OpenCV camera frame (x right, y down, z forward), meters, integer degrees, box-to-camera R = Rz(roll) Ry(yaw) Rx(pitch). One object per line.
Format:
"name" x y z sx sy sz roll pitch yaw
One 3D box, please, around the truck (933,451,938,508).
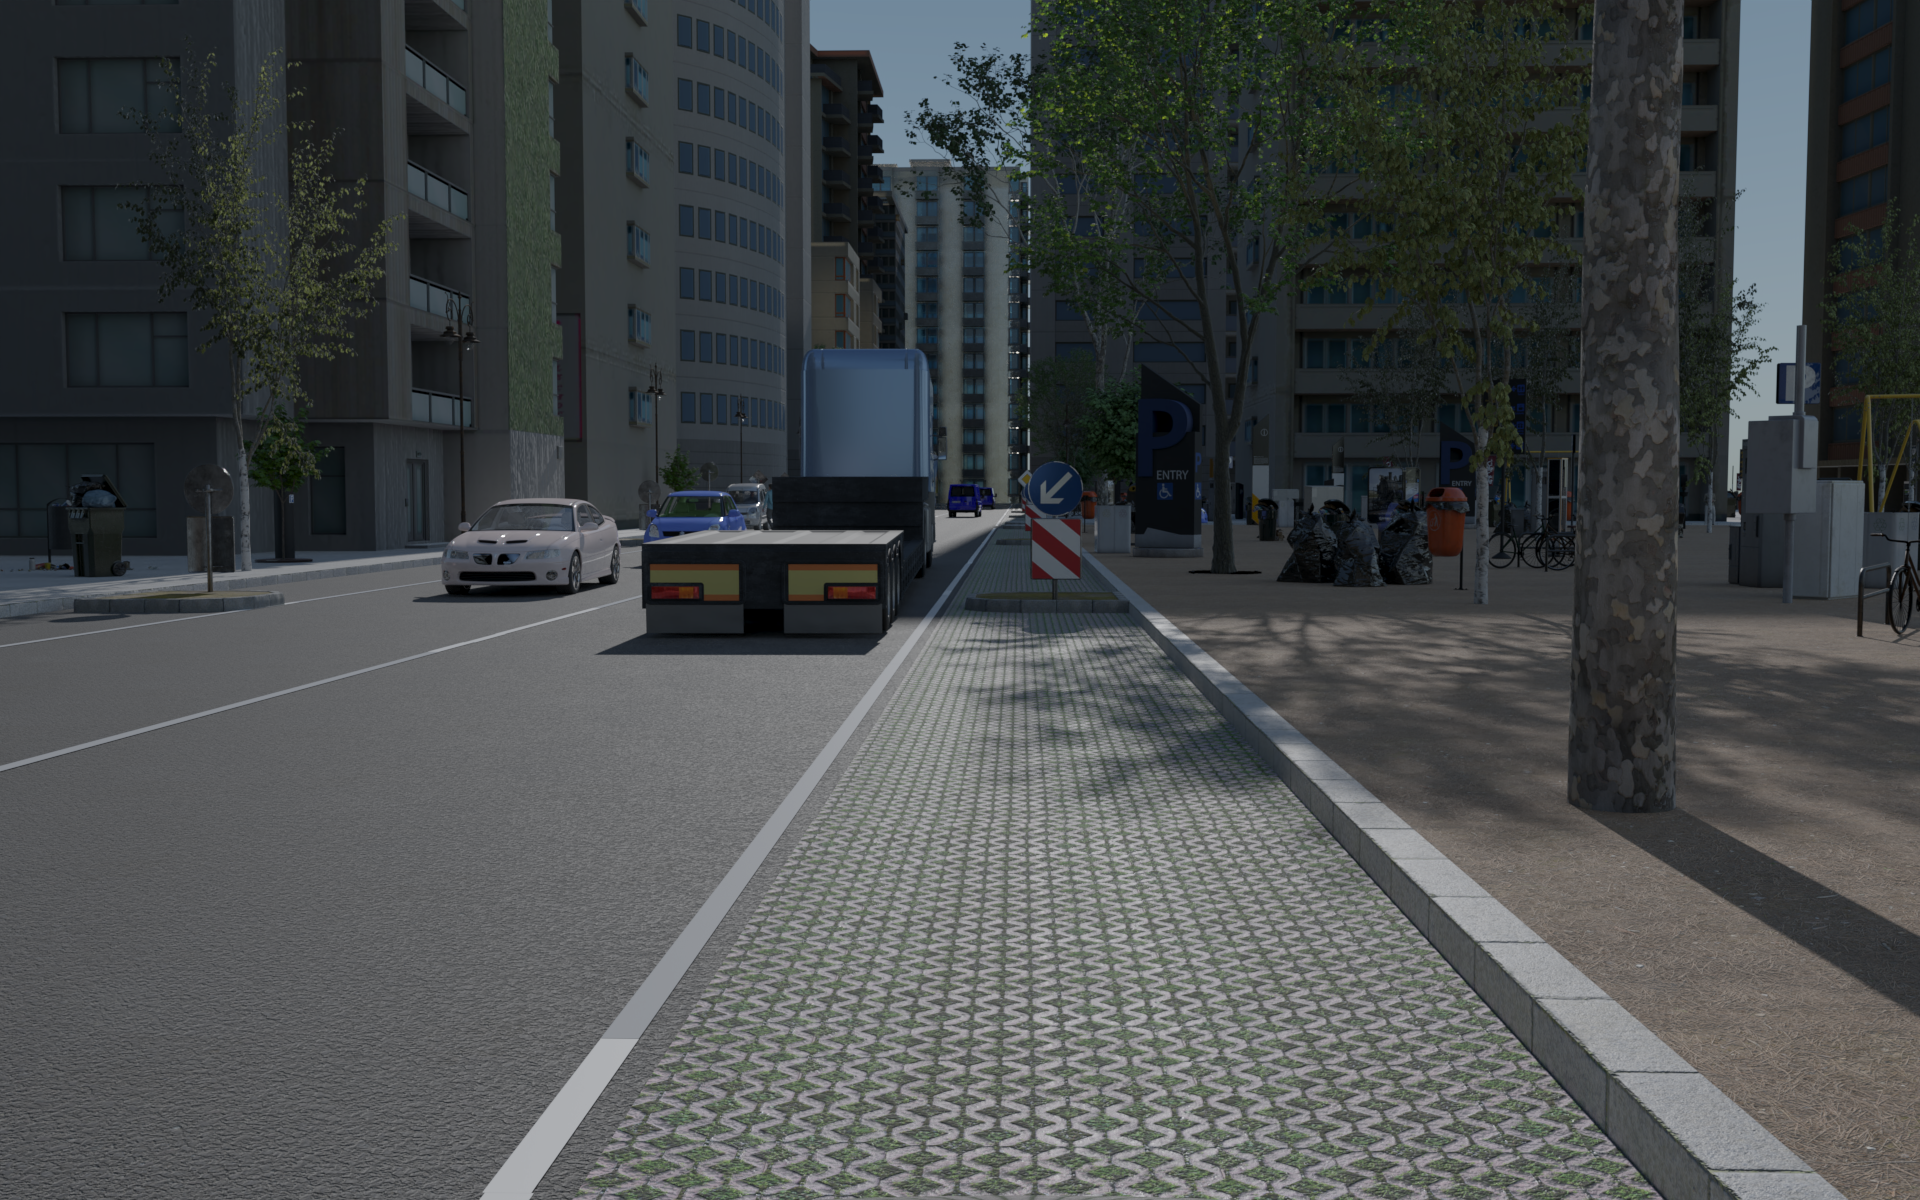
"truck" -3.018 -7.508 111.666 2.839 4.237 11.283 0 4 3

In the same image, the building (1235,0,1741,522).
"building" 25.657 -28.539 90.321 21.600 48.544 21.300 0 4 2

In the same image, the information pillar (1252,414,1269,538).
"information pillar" 8.741 -3.605 50.300 0.504 3.616 0.183 0 4 -3

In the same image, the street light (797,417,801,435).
"street light" -9.279 -7.878 101.586 0.468 5.910 1.993 0 4 2

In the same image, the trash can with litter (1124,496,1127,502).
"trash can with litter" 10.329 -5.638 103.570 1.055 1.170 0.624 -3 4 -37

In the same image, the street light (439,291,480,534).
"street light" -11.395 -4.087 39.610 0.468 5.910 1.993 0 4 2

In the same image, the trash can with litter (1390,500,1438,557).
"trash can with litter" 9.413 -1.477 35.537 1.055 1.170 0.624 -1 4 -21

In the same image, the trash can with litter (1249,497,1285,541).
"trash can with litter" 8.474 -2.204 47.423 0.624 1.170 1.055 2 4 32

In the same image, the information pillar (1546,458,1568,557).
"information pillar" 12.164 -1.885 35.304 0.304 2.012 0.304 3 5 42

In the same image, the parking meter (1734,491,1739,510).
"parking meter" 62.923 -8.076 140.446 0.372 1.533 0.369 0 3 0

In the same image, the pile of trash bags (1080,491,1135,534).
"pile of trash bags" 5.430 -2.873 56.729 3.447 1.369 1.912 2 4 33

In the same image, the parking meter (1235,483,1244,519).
"parking meter" 14.238 -5.045 88.197 0.399 1.863 0.255 -3 4 -37

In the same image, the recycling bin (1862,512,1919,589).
"recycling bin" 12.615 -0.685 23.751 0.722 1.027 0.722 -3 4 -37

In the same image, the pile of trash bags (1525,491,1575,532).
"pile of trash bags" 18.736 -2.818 55.820 1.912 1.369 3.447 -1 4 -13

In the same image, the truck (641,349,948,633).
"truck" -1.831 -2.239 26.370 2.967 4.110 18.799 0 4 1

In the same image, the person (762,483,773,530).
"person" -6.915 -3.375 63.707 0.660 1.820 0.620 -3 5 -44

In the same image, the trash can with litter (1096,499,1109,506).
"trash can with litter" 5.605 -3.514 68.845 0.624 1.170 1.055 0 4 3

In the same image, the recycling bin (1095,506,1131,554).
"recycling bin" 3.319 -1.538 37.692 0.722 1.027 0.722 0 4 -1

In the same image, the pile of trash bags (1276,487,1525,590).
"pile of trash bags" 5.986 -0.895 24.387 1.912 1.369 3.447 -1 4 -21

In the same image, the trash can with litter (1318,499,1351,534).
"trash can with litter" 8.202 -1.595 37.458 0.624 1.170 1.055 3 4 38

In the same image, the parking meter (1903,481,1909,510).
"parking meter" 43.857 -4.558 80.232 0.255 1.863 0.399 2 4 28

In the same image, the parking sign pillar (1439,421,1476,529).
"parking sign pillar" 18.258 -4.593 63.572 1.447 3.967 1.447 1 4 18

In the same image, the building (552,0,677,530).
"building" -22.667 -26.723 60.622 21.600 48.544 21.300 0 4 2

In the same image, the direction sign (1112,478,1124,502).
"direction sign" 10.072 -7.264 110.764 0.876 3.537 0.379 3 4 36

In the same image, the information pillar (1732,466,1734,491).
"information pillar" 63.766 -9.273 142.972 0.183 3.616 0.504 1 4 22

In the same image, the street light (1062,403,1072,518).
"street light" 5.392 -7.020 87.572 0.468 5.910 1.993 0 4 2

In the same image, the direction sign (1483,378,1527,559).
"direction sign" 10.748 -2.585 34.262 0.876 3.537 0.379 3 5 41

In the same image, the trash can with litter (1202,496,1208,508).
"trash can with litter" 14.342 -5.668 104.059 1.055 1.170 0.624 -2 4 -25

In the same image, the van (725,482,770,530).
"van" -8.381 -3.679 67.170 2.013 2.044 4.112 0 4 1

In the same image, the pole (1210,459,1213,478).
"pole" 15.574 -6.927 107.097 0.158 3.312 0.155 0 3 0

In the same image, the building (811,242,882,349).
"building" -20.979 -17.662 133.808 27.650 21.520 28.899 0 4 2

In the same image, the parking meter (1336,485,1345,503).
"parking meter" 10.325 -2.385 47.404 0.372 1.533 0.369 0 3 0

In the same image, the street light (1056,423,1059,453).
"street light" 6.166 -8.396 110.055 0.468 5.910 1.993 0 4 2

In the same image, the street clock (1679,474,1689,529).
"street clock" 26.581 -3.612 63.634 0.358 2.002 0.471 1 4 21

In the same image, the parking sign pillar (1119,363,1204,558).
"parking sign pillar" 4.260 -2.867 35.351 1.447 3.967 1.447 2 4 29

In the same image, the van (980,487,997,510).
"van" 2.257 -9.550 160.533 2.240 2.365 5.245 0 4 3

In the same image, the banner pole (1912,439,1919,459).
"banner pole" 43.450 -5.433 78.846 0.401 3.779 0.863 1 4 9

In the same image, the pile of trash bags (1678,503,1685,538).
"pile of trash bags" 20.119 -2.493 50.507 1.912 1.369 3.447 1 4 19

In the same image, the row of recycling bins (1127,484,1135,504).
"row of recycling bins" 6.946 -3.263 60.460 1.069 1.692 3.534 -2 4 -24

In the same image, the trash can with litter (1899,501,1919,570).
"trash can with litter" 16.387 -1.094 29.270 1.055 1.170 0.624 -1 4 -9

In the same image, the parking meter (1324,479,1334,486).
"parking meter" 13.769 -3.612 64.761 0.399 1.863 0.255 0 4 7

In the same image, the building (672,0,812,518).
"building" -20.209 -33.704 93.055 21.231 58.520 28.212 0 4 2

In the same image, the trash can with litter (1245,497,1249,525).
"trash can with litter" 12.213 -3.664 71.289 0.624 1.170 1.055 -2 4 -31

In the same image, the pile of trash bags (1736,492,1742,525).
"pile of trash bags" 31.411 -3.462 66.349 1.912 1.369 3.447 -3 4 -37

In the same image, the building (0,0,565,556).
"building" -18.320 -21.844 40.737 14.154 41.232 14.086 0 4 2

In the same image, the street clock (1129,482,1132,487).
"street clock" 9.817 -5.729 98.240 0.471 2.002 0.358 -1 4 -8

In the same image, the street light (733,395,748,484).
"street light" -10.077 -6.546 79.821 0.468 5.910 1.993 0 4 2

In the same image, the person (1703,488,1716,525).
"person" 32.347 -4.015 74.698 0.519 1.759 0.362 1 4 10

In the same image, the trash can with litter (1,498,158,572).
"trash can with litter" -14.823 -1.116 29.305 2.233 1.210 1.678 0 4 -1

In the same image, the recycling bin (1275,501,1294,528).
"recycling bin" 12.521 -3.314 66.746 0.722 1.027 0.722 0 4 -5

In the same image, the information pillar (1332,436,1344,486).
"information pillar" 15.163 -4.776 69.436 0.504 3.616 0.183 0 4 -6

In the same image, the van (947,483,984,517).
"van" 0.330 -6.378 108.660 2.240 2.365 5.245 0 4 4

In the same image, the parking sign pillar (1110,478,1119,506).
"parking sign pillar" 9.856 -7.655 113.635 1.447 3.967 1.447 -1 4 -16

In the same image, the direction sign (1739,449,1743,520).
"direction sign" 39.544 -5.827 87.271 0.876 3.537 0.379 -2 4 -30

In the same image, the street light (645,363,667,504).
"street light" -10.694 -5.400 61.079 0.468 5.910 1.993 0 4 2

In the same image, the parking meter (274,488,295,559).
"parking meter" -13.469 -1.597 34.519 0.372 1.533 0.369 0 3 0
